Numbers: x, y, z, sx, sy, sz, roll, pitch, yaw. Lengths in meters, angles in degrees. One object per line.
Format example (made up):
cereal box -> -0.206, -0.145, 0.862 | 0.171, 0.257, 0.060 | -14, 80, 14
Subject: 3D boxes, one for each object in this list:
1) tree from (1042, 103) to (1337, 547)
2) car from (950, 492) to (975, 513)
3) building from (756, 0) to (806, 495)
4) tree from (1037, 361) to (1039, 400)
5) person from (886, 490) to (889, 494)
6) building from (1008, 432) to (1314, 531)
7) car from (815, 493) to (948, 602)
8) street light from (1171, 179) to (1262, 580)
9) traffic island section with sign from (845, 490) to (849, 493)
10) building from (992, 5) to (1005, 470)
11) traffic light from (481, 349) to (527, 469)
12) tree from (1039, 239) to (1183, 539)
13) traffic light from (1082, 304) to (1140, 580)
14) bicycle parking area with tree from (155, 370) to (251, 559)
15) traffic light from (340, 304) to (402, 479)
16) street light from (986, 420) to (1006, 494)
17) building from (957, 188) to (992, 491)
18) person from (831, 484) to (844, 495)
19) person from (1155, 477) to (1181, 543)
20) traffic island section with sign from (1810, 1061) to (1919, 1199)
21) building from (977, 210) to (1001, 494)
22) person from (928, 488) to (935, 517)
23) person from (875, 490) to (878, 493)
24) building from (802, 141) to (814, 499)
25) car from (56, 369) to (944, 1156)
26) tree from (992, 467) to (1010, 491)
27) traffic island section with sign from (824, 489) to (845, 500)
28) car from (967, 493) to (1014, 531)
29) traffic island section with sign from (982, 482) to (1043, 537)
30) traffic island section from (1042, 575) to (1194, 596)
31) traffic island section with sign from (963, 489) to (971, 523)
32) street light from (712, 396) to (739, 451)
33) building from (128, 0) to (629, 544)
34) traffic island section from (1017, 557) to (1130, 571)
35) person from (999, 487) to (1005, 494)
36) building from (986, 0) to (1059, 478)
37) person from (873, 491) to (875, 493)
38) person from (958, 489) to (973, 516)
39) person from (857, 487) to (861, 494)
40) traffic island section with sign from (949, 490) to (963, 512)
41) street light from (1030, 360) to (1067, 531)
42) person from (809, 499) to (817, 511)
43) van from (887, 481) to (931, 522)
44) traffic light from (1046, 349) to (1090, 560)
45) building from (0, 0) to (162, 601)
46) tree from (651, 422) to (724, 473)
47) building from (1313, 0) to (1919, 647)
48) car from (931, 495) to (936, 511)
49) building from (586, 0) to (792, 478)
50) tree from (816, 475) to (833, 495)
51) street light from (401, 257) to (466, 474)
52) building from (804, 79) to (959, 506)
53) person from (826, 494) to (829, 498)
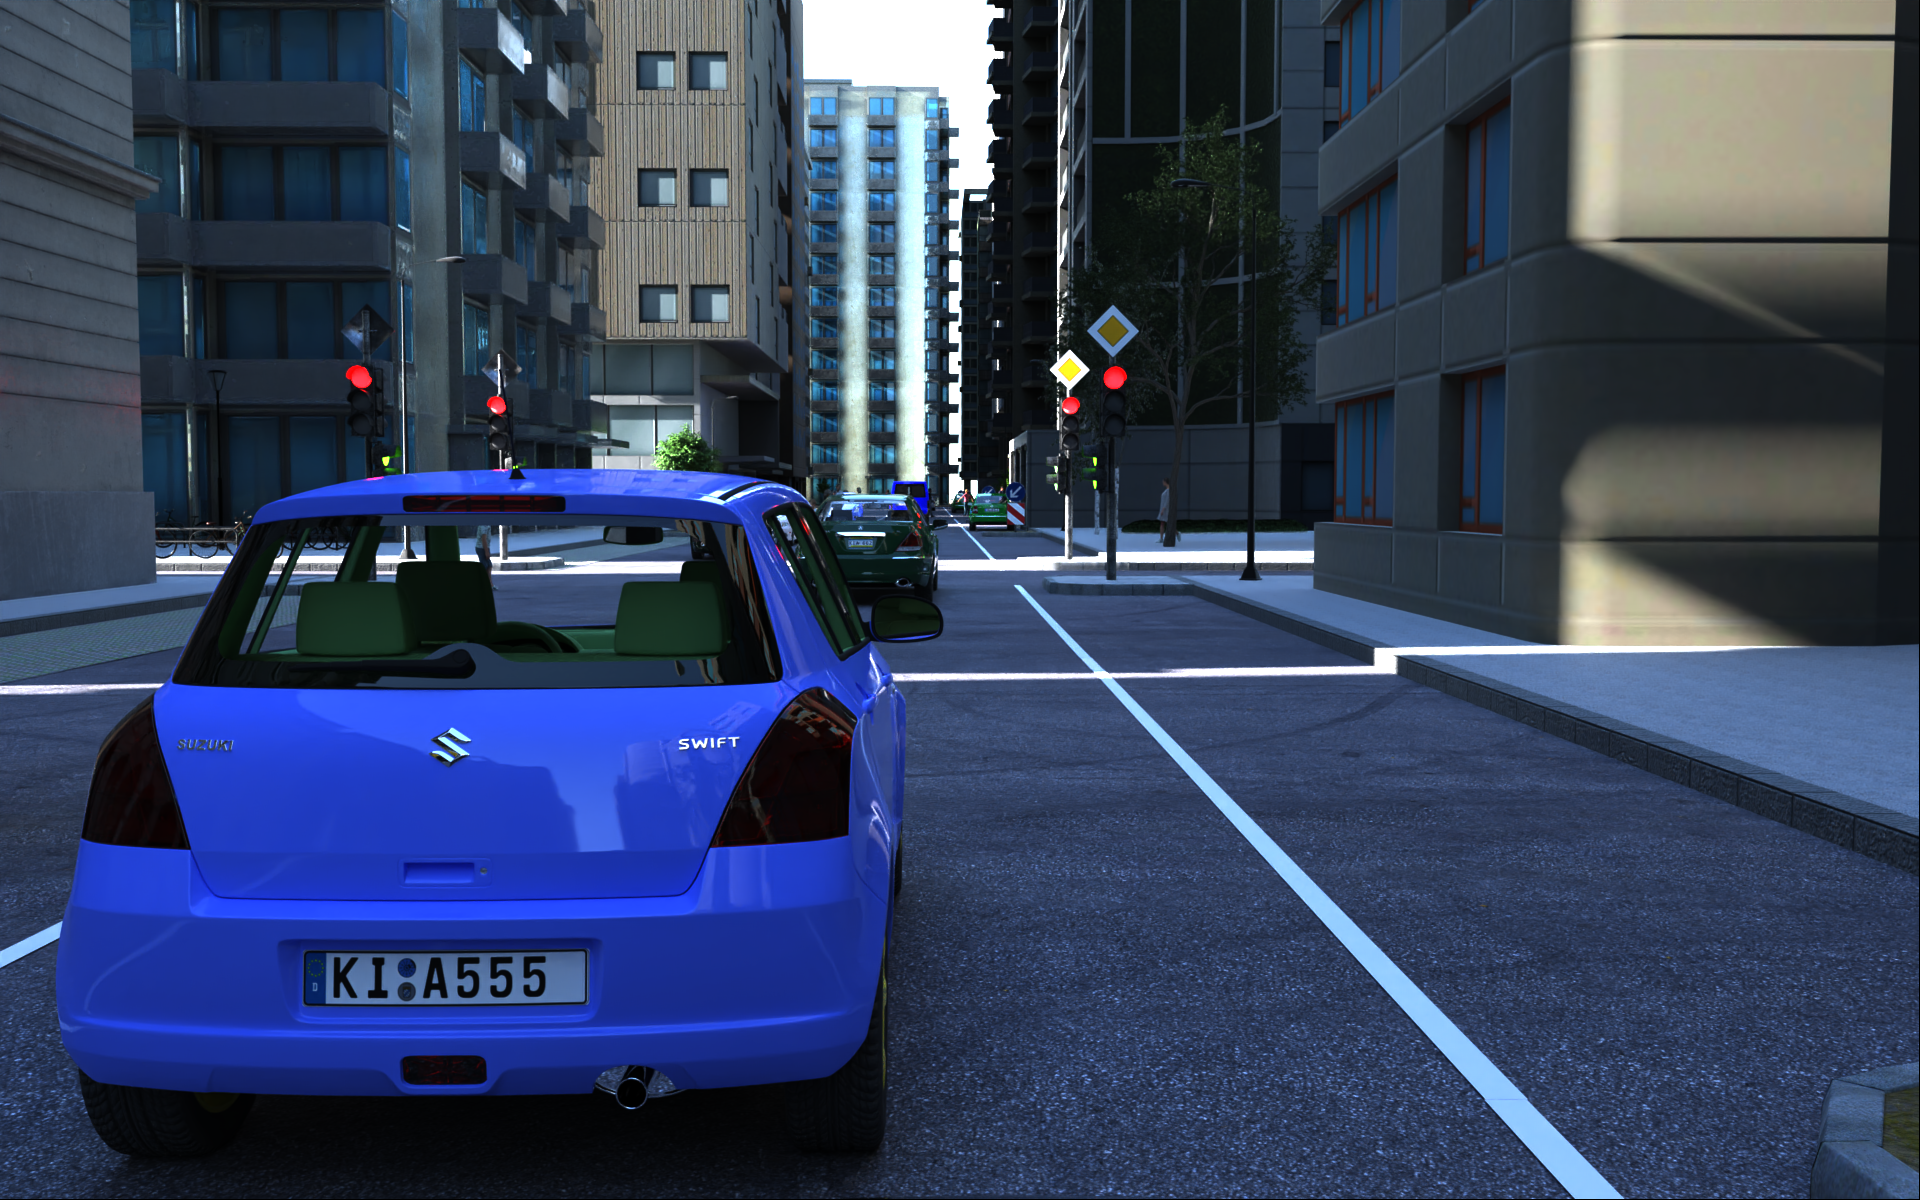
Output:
tree -> 5.346, -6.556, 41.607 | 7.601, 10.594, 8.767 | 3, 5, 39
car -> 0.281, -7.517, 131.704 | 1.959, 1.807, 4.718 | 0, 4, -3
building -> -20.260, -30.163, 143.283 | 14.600, 45.320, 14.200 | 0, 4, -1
tree -> 4.357, -6.396, 54.943 | 4.360, 8.622, 3.978 | 0, 3, 0
person -> -6.485, -9.046, 156.342 | 1.348, 1.831, 0.705 | 0, 4, 1
building -> 12.681, -38.546, 68.476 | 20.563, 71.187, 20.611 | 0, 4, -1
car -> -1.244, -0.768, 24.348 | 2.131, 1.459, 4.920 | 0, 4, 1
street light -> 3.802, -3.251, 25.698 | 1.470, 5.913, 1.316 | 0, 4, -1
traffic island section with sign -> -10.764, -9.473, 163.511 | 1.989, 1.847, 2.006 | 0, 4, -1
building -> 16.762, -34.710, 156.740 | 28.713, 52.752, 27.495 | 0, 4, -1
traffic light -> -8.850, -2.730, 33.560 | 0.839, 4.253, 0.868 | 0, 4, -1
tree -> 4.405, -6.047, 49.237 | 4.360, 8.622, 3.978 | 0, 3, 0
traffic light -> 2.244, -2.254, 25.777 | 0.839, 4.253, 0.868 | 0, 4, -1
bicycle parking area with tree -> -17.077, -3.092, 37.554 | 9.016, 4.147, 8.231 | 1, 4, 14
traffic light -> -8.716, -2.242, 25.577 | 0.839, 4.253, 0.868 | 0, 4, -1
street light -> 2.295, -8.306, 108.348 | 1.470, 5.913, 1.316 | 0, 4, -1
building -> 11.806, -31.585, 208.299 | 23.993, 40.220, 32.217 | 0, 4, -1
person -> -4.880, -3.672, 68.640 | 0.679, 1.850, 0.850 | 0, 4, 8
person -> 5.465, -2.371, 45.567 | 0.760, 1.731, 0.466 | -2, 4, -35
traffic island section with sign -> 2.680, 0.347, 2.962 | 1.989, 1.847, 2.006 | 0, 4, -1
building -> 8.729, -24.853, 178.050 | 14.160, 30.474, 14.107 | 0, 4, -1
person -> -1.922, -5.959, 106.207 | 0.850, 1.792, 0.678 | 0, 4, -2
person -> -7.669, -9.292, 160.445 | 0.705, 1.822, 1.348 | 2, 4, 27
building -> -26.711, -29.179, 168.949 | 23.993, 40.220, 32.217 | 0, 4, -1
car -> -1.014, 0.277, 5.066 | 1.945, 1.707, 3.694 | 0, 4, -1
tree -> 3.215, -7.286, 113.724 | 1.663, 3.219, 1.824 | 0, 3, 0
traffic island section with sign -> -10.293, -7.778, 135.797 | 1.989, 1.847, 2.006 | 0, 4, -1
car -> 1.264, -3.682, 69.005 | 1.959, 1.807, 4.718 | 0, 4, 1
traffic island section with sign -> 1.739, -3.054, 58.561 | 1.989, 1.847, 2.006 | 0, 4, -1
traffic island section -> 2.284, -0.221, 25.891 | 2.009, 0.180, 2.903 | 0, 4, -1
traffic island section with sign -> 1.279, -4.704, 85.546 | 1.989, 1.847, 2.006 | 0, 4, -1
street light -> -11.210, -6.718, 82.379 | 1.470, 5.913, 1.316 | 0, 4, -1
building -> -24.433, -26.727, 56.588 | 23.786, 49.044, 30.456 | 0, 4, -1
traffic island section -> 2.149, -0.709, 33.875 | 2.009, 0.180, 2.903 | 0, 4, -1
person -> 2.842, -6.413, 111.349 | 0.683, 1.767, 0.568 | -3, 5, -40
building -> 13.169, -28.974, 128.351 | 22.147, 44.769, 28.867 | 0, 4, -1
person -> -9.007, -10.387, 178.851 | 0.721, 1.766, 1.217 | -1, 4, -20
person -> 0.372, -6.331, 112.726 | 1.217, 1.743, 0.721 | -3, 4, -36
person -> -5.435, -5.121, 92.404 | 0.526, 1.800, 0.537 | -1, 4, -20
traffic island section with sign -> -0.019, -9.416, 162.581 | 1.989, 1.847, 2.006 | 0, 4, -1
street light -> 3.117, -5.349, 60.000 | 1.470, 5.913, 1.316 | 0, 4, -1
person -> -3.827, -2.011, 45.633 | 0.306, 1.304, 0.590 | 3, 5, 42
van -> -2.482, -4.930, 84.995 | 2.240, 2.365, 5.245 | 0, 4, -2
traffic light -> 2.109, -2.742, 33.761 | 0.839, 4.253, 0.868 | 0, 4, -1
building -> -22.594, -14.086, 17.699 | 23.554, 28.519, 14.401 | 0, 4, -1
tree -> -12.536, -5.823, 78.913 | 4.285, 4.588, 4.351 | 0, 3, 0
building -> 18.861, -10.007, 8.661 | 27.650, 21.520, 28.899 | 0, 4, -1
car -> -3.070, -8.381, 149.395 | 2.083, 1.381, 4.827 | 0, 4, -2
building -> -27.135, -32.585, 122.006 | 28.713, 52.752, 27.495 | 0, 4, -1
tree -> -13.611, -10.892, 172.680 | 1.663, 3.219, 1.824 | 0, 3, 0
street light -> -10.361, -3.761, 34.032 | 1.470, 5.913, 1.316 | 0, 4, -1
building -> -15.373, -35.661, 202.659 | 30.456, 49.044, 23.786 | 0, 4, -1
person -> -8.855, -6.456, 117.281 | 0.599, 1.433, 0.991 | 0, 4, -5
